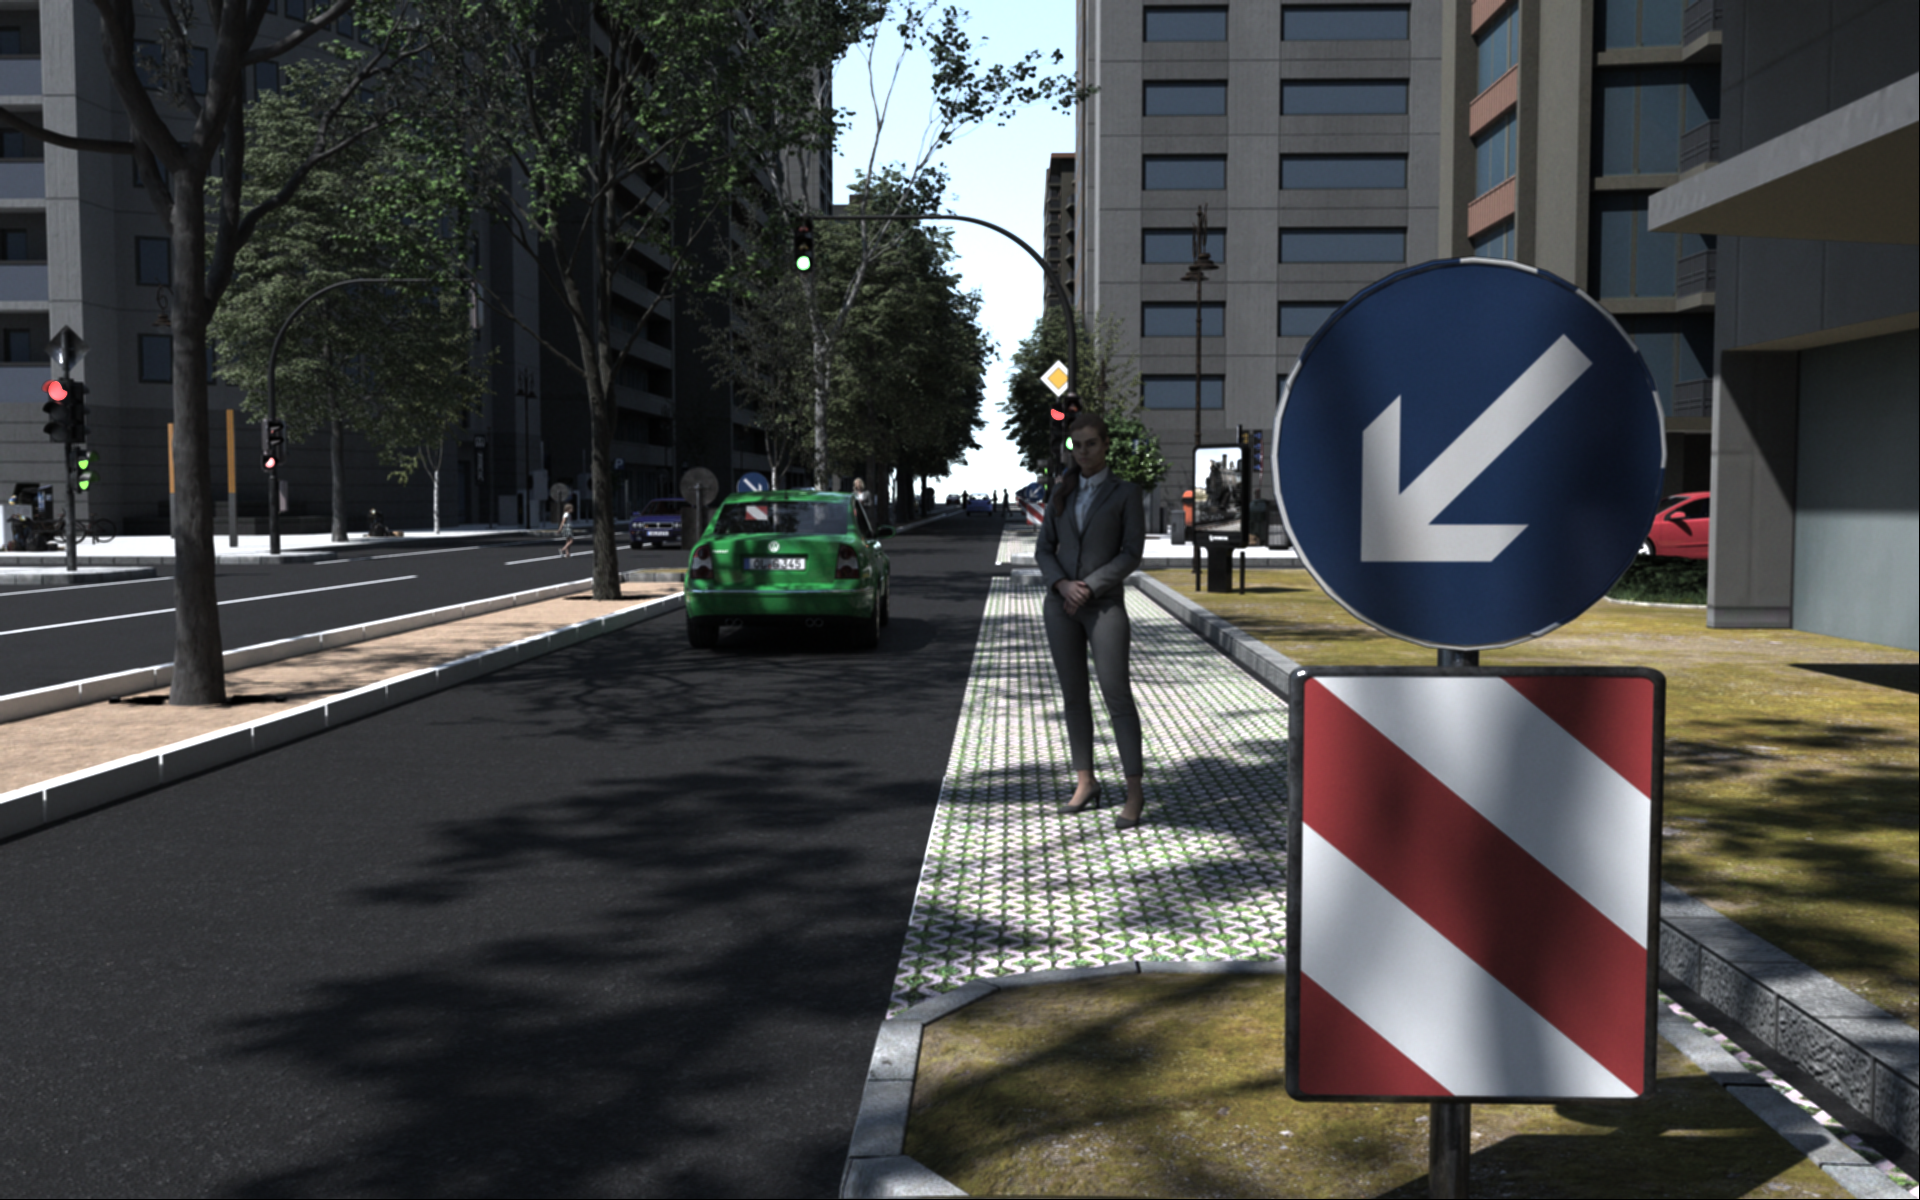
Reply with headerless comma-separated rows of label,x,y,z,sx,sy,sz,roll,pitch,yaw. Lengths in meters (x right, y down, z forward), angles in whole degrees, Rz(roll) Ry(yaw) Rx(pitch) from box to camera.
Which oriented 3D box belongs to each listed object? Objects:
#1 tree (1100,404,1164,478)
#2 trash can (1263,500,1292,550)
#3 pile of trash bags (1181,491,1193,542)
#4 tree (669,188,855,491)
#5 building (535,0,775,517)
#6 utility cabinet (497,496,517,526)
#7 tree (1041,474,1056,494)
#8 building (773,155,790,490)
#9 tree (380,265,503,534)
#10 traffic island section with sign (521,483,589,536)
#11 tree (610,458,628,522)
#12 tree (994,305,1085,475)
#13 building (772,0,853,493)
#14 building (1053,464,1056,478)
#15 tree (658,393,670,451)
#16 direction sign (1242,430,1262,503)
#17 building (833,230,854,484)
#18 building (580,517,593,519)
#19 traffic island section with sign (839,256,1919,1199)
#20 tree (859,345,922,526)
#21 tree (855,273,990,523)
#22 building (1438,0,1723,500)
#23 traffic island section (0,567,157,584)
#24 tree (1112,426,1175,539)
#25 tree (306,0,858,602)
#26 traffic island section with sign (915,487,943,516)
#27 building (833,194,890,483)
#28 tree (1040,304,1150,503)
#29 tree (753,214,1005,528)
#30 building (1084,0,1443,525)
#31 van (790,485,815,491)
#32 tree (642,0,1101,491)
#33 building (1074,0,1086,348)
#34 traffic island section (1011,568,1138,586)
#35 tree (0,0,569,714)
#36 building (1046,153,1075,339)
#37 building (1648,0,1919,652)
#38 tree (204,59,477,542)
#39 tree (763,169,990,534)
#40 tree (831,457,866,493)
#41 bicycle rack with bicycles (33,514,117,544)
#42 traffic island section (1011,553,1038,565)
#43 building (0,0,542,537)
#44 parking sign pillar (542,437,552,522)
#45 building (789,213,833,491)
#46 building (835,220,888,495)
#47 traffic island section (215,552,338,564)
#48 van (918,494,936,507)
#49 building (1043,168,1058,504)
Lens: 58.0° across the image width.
tree,5.805,-4.875,63.416,4.285,4.588,4.351,0,3,0
trash can,7.329,-1.721,39.795,0.748,1.137,0.748,0,3,0
pile of trash bags,6.803,-2.257,46.659,1.912,1.369,3.447,2,4,30
tree,-4.322,-5.356,40.398,4.360,8.622,3.978,0,3,0
building,-25.283,-30.519,122.687,21.300,48.544,21.600,0,4,2
utility cabinet,-18.248,-3.621,70.372,1.020,1.237,0.306,-2,4,-26
tree,7.525,-9.083,143.114,1.663,3.219,1.824,0,3,0
building,-22.152,-22.598,141.173,14.160,30.474,14.107,0,4,2
tree,-16.832,-6.437,55.601,4.737,8.622,4.395,0,3,0
traffic island section with sign,-13.920,-3.130,59.796,1.989,1.847,2.006,0,4,2
tree,-16.347,-5.190,79.458,1.663,3.219,1.824,0,3,0
tree,5.775,-11.388,104.325,7.486,12.596,7.792,0,3,0
building,-23.528,-46.942,205.752,20.563,71.187,20.611,0,4,2
building,20.752,-52.363,168.804,22.319,86.520,31.000,0,4,2
tree,-15.021,-9.135,99.721,4.360,8.622,3.978,0,3,0
direction sign,10.306,-4.244,61.379,0.876,3.537,0.379,3,5,42
building,-28.365,-32.858,229.112,32.217,40.220,23.993,0,4,2
building,-28.794,-28.961,97.211,21.300,48.544,21.600,0,4,2
traffic island section with sign,0.775,0.301,3.705,1.989,1.847,2.006,0,4,2
tree,-2.992,-7.597,77.032,4.737,8.622,4.395,0,3,0
tree,-2.703,-11.320,94.189,9.857,13.997,8.962,0,3,0
building,27.199,-24.049,47.821,28.867,44.769,22.147,0,4,2
traffic island section,-14.844,-0.406,28.920,2.009,0.180,2.903,0,4,2
tree,5.190,-3.368,49.668,1.663,3.219,1.824,0,3,0
tree,-4.876,-5.807,23.160,9.928,11.665,9.643,0,3,0
traffic island section with sign,-1.981,-6.313,111.352,2.006,1.907,1.989,0,4,2
building,-18.059,-37.432,262.121,14.600,45.320,14.200,0,4,2
tree,5.230,-7.211,68.259,4.737,8.622,4.395,0,3,0
tree,-3.069,-9.103,68.300,9.611,12.733,9.660,0,3,0
building,16.649,-33.153,84.048,21.231,58.520,28.212,0,4,2
van,-9.241,-5.711,100.390,2.013,2.044,4.112,0,4,2
tree,-2.805,-11.635,48.574,12.611,20.169,13.585,0,3,0
building,15.552,-29.138,126.509,14.600,45.320,14.200,0,4,2
traffic island section,1.840,-0.375,28.416,2.009,0.180,2.903,0,4,2
tree,-5.226,-6.039,11.558,12.009,13.543,11.850,0,3,0
building,22.086,-34.487,218.494,22.147,44.769,28.867,0,4,2
building,17.881,-25.276,2.498,28.713,52.752,27.495,0,4,2
tree,-17.116,-7.835,46.230,7.486,12.596,7.792,0,3,0
tree,-3.016,-8.507,59.667,7.486,12.596,7.792,0,3,0
tree,-12.131,-15.540,188.484,8.767,10.594,7.601,0,3,0
bicycle rack with bicycles,-23.408,-1.908,44.576,2.925,0.926,2.852,-1,4,-22
traffic island section,2.079,-0.863,36.397,2.009,0.180,2.903,0,4,2
building,-30.099,-31.932,64.086,21.231,58.520,28.212,0,4,2
parking sign pillar,-19.343,-5.654,80.912,1.447,3.967,1.447,-1,4,-16
building,-20.782,-24.769,176.679,14.160,30.474,14.107,0,4,2
building,-17.797,-34.527,248.115,14.154,41.232,14.086,0,4,2
traffic island section,-14.604,-0.894,36.901,2.009,0.180,2.903,0,4,2
van,-3.551,-11.000,186.863,2.013,2.044,4.112,0,4,1
building,22.559,-37.955,244.262,21.300,48.544,21.600,0,4,2
